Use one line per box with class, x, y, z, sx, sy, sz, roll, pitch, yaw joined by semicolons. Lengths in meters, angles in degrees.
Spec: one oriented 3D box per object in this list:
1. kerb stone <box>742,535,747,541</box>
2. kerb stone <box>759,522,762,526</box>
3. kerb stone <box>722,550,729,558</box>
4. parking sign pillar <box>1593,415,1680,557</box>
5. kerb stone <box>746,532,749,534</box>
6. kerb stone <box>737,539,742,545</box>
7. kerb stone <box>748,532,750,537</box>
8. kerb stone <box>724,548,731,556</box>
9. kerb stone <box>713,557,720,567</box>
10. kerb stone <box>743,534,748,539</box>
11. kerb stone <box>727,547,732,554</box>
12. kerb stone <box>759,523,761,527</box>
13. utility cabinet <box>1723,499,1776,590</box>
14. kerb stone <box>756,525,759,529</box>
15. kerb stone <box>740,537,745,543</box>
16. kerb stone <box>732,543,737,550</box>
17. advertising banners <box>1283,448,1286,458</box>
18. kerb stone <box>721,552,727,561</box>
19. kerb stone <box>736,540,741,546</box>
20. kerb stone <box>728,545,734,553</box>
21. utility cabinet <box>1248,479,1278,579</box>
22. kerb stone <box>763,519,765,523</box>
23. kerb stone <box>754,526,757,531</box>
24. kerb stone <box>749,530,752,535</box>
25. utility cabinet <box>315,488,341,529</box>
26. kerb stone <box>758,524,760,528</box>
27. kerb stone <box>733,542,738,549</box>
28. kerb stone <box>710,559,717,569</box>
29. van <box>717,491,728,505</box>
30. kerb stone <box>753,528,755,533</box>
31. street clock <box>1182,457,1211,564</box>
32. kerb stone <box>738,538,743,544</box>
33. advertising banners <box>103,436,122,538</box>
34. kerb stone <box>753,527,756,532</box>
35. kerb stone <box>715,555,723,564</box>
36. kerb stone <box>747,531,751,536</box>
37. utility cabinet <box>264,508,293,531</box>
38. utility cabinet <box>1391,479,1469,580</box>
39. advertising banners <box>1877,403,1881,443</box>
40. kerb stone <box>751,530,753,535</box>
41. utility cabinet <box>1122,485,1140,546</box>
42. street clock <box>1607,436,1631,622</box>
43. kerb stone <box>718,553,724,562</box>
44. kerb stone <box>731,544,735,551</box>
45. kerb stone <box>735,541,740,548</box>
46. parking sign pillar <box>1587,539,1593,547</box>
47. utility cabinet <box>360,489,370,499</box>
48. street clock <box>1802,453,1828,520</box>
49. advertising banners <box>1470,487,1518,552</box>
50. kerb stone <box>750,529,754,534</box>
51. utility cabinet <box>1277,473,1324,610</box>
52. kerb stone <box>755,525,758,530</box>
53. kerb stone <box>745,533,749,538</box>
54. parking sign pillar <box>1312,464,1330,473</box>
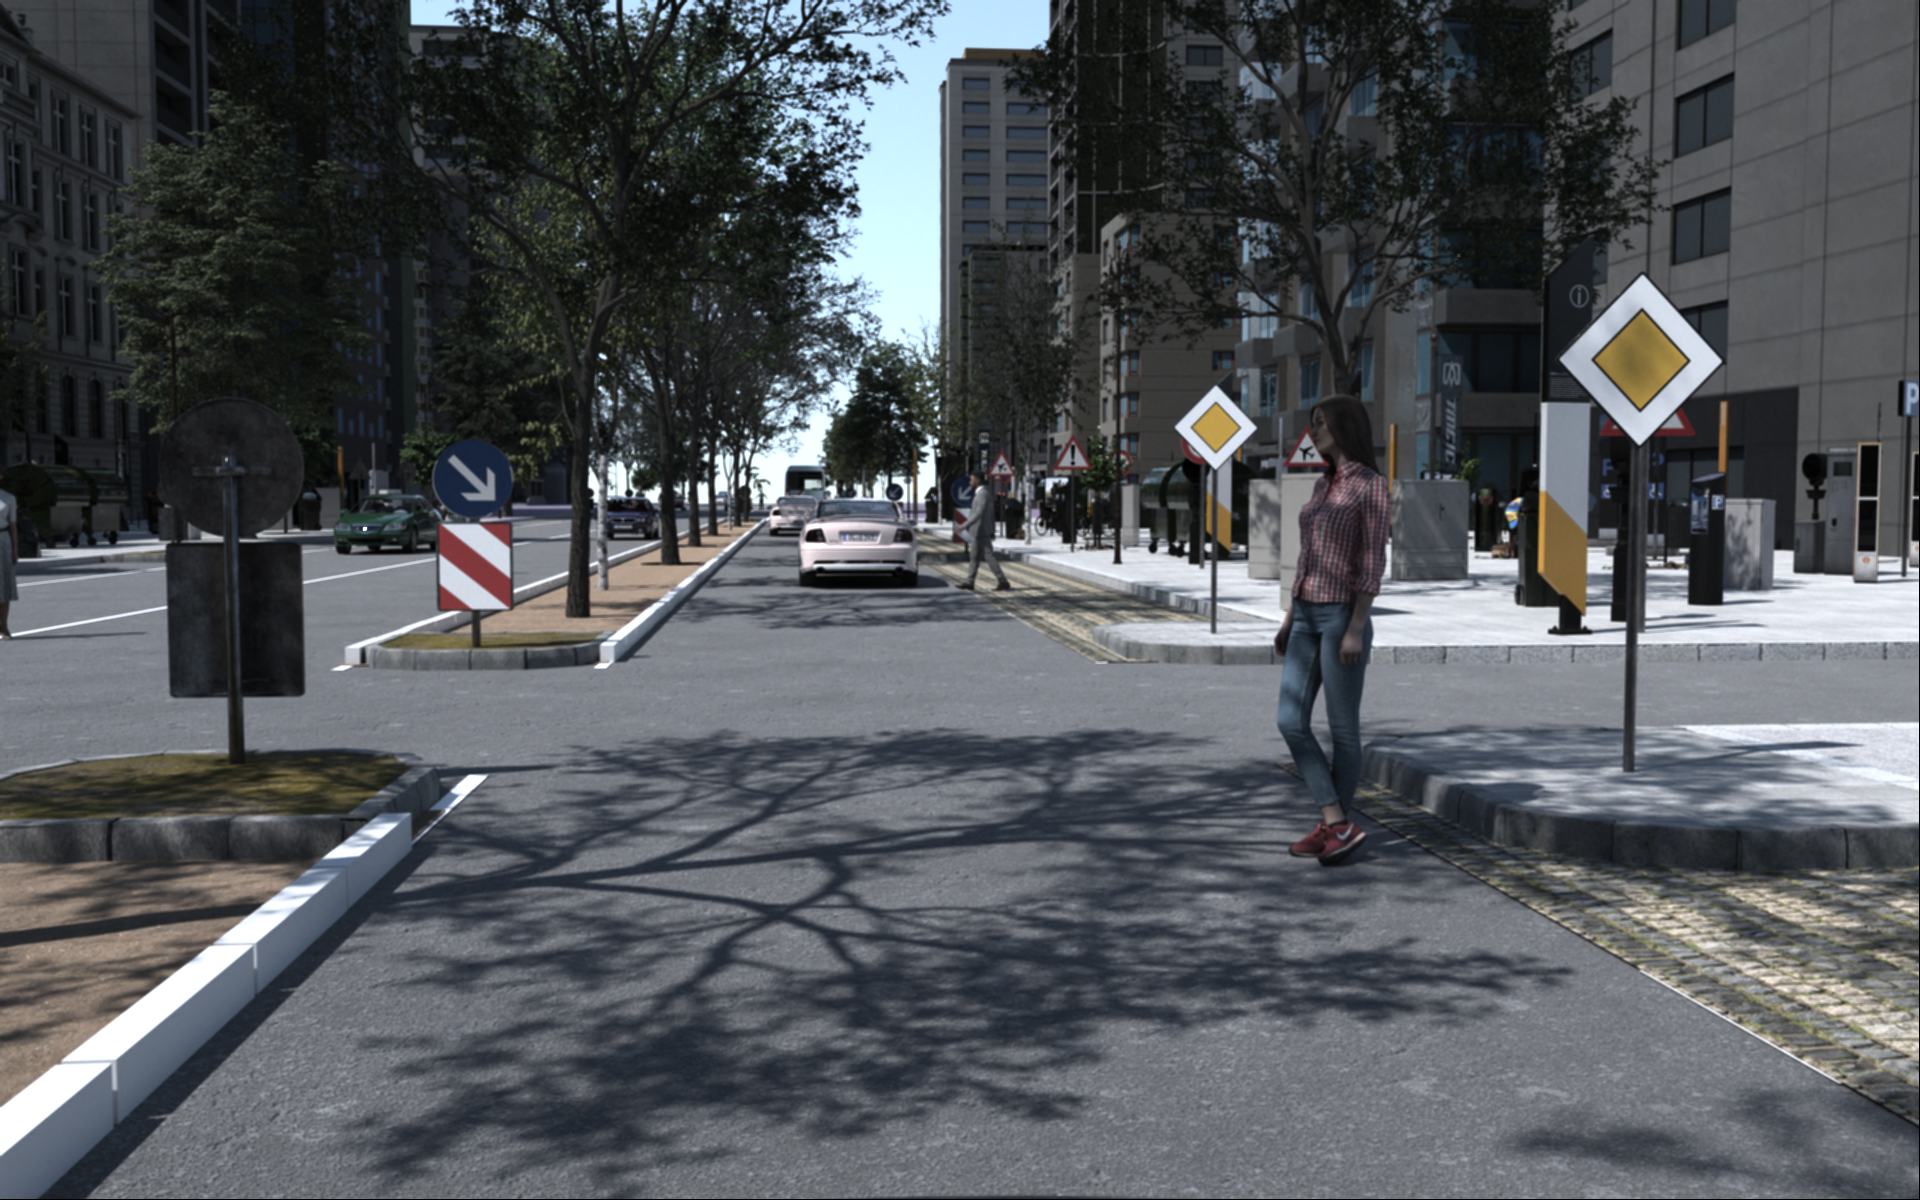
kerb stone;-6.422;-1.756;50.904;0.120;0.150;1.000;0;4;-5
kerb stone;-8.451;-3.066;72.331;0.120;0.150;1.000;0;4;-5
kerb stone;-5.167;-0.935;37.651;0.120;0.150;1.000;0;4;-5
parking sign pillar;14.249;-2.910;36.056;1.447;3.967;1.447;0;4;2
kerb stone;-6.713;-1.943;53.957;0.120;0.150;1.000;0;4;-5
kerb stone;-6.030;-1.506;46.823;0.120;0.150;1.000;0;4;-5
kerb stone;-6.811;-2.005;54.974;0.120;0.150;1.000;0;4;-5
kerb stone;-5.256;-1.005;38.669;0.120;0.150;1.000;0;4;-5
kerb stone;-4.781;-0.688;33.569;0.120;0.150;1.000;0;4;-5
kerb stone;-6.515;-1.818;51.921;0.120;0.150;1.000;0;4;-5
kerb stone;-5.357;-1.067;39.686;0.120;0.150;1.000;0;4;-5
kerb stone;-8.259;-2.940;70.276;0.120;0.150;1.000;0;4;-5
utility cabinet;10.522;-0.756;23.524;0.306;1.237;1.020;-2;4;-30
kerb stone;-7.868;-2.691;66.201;0.120;0.150;1.000;0;4;-5
kerb stone;-6.222;-1.628;48.866;0.120;0.150;1.000;0;4;-5
kerb stone;-5.651;-1.257;42.753;0.120;0.150;1.000;0;4;-5
advertising banners;12.194;-4.263;65.886;0.090;3.025;2.074;1;4;22
kerb stone;-5.066;-0.879;36.634;0.120;0.150;1.000;0;4;-5
kerb stone;-5.936;-1.443;45.806;0.120;0.150;1.000;0;4;-5
kerb stone;-5.453;-1.133;40.713;0.120;0.150;1.000;0;4;-5
utility cabinet;4.923;-1.051;25.864;1.173;1.500;0.318;2;4;29
kerb stone;-9.131;-3.499;79.458;0.120;0.150;1.000;0;4;-5
kerb stone;-7.583;-2.504;63.145;0.120;0.150;1.000;0;4;-5
kerb stone;-6.998;-2.128;57.019;0.120;0.150;1.000;0;4;-5
utility cabinet;-23.102;-3.310;62.792;1.173;1.500;0.318;-3;5;-40
kerb stone;-8.058;-2.815;68.237;0.120;0.150;1.000;0;4;-5
kerb stone;-5.750;-1.320;43.770;0.120;0.150;1.000;0;4;-5
kerb stone;-4.689;-0.633;32.541;0.120;0.150;1.000;0;4;-5
van;-31.669;-13.771;232.168;2.013;2.044;4.112;0;4;-6
kerb stone;-7.386;-2.380;61.105;0.120;0.150;1.000;0;4;-5
street clock;4.307;-1.655;31.623;0.471;2.002;0.358;2;4;31
kerb stone;-6.128;-1.564;47.845;0.120;0.150;1.000;0;4;-5
advertising banners;-25.091;-3.372;51.328;0.090;3.025;2.074;-1;4;-10
kerb stone;-7.484;-2.442;62.123;0.120;0.150;1.000;0;4;-5
kerb stone;-4.871;-0.758;34.588;0.120;0.150;1.000;0;4;-5
kerb stone;-6.907;-2.067;55.993;0.120;0.150;1.000;0;4;-5
utility cabinet;-24.160;-3.063;61.246;1.020;1.237;0.306;-2;4;-27
utility cabinet;7.005;-1.045;25.770;1.173;1.500;0.318;-1;4;-22
advertising banners;17.311;-2.238;32.783;0.090;3.025;2.074;2;4;32
kerb stone;-7.093;-2.192;58.039;0.120;0.150;1.000;0;4;-5
utility cabinet;4.177;-2.068;42.488;0.318;1.500;1.173;1;4;13
street clock;6.676;-0.784;17.396;0.358;2.002;0.471;2;4;32
kerb stone;-4.978;-0.821;35.615;0.120;0.150;1.000;0;4;-5
kerb stone;-5.553;-1.195;41.730;0.120;0.150;1.000;0;4;-5
kerb stone;-5.835;-1.382;44.789;0.120;0.150;1.000;0;4;-5
parking sign pillar;15.762;-3.272;41.975;1.447;3.967;1.447;1;4;22
utility cabinet;-27.953;-4.504;82.321;1.173;1.500;0.318;2;4;24
street clock;15.250;-1.608;30.867;0.358;2.002;0.471;-1;4;-17
advertising banners;12.309;-2.560;38.039;2.074;3.025;0.090;2;4;25
kerb stone;-7.201;-2.253;59.059;0.120;0.150;1.000;0;4;-5
utility cabinet;3.795;-0.602;18.514;0.318;1.500;1.173;-1;4;-11
kerb stone;-7.770;-2.627;65.180;0.120;0.150;1.000;0;4;-5
kerb stone;-6.612;-1.876;52.940;0.120;0.150;1.000;0;4;-5
parking sign pillar;11.603;-3.991;53.719;1.447;3.967;1.447;0;4;-4
